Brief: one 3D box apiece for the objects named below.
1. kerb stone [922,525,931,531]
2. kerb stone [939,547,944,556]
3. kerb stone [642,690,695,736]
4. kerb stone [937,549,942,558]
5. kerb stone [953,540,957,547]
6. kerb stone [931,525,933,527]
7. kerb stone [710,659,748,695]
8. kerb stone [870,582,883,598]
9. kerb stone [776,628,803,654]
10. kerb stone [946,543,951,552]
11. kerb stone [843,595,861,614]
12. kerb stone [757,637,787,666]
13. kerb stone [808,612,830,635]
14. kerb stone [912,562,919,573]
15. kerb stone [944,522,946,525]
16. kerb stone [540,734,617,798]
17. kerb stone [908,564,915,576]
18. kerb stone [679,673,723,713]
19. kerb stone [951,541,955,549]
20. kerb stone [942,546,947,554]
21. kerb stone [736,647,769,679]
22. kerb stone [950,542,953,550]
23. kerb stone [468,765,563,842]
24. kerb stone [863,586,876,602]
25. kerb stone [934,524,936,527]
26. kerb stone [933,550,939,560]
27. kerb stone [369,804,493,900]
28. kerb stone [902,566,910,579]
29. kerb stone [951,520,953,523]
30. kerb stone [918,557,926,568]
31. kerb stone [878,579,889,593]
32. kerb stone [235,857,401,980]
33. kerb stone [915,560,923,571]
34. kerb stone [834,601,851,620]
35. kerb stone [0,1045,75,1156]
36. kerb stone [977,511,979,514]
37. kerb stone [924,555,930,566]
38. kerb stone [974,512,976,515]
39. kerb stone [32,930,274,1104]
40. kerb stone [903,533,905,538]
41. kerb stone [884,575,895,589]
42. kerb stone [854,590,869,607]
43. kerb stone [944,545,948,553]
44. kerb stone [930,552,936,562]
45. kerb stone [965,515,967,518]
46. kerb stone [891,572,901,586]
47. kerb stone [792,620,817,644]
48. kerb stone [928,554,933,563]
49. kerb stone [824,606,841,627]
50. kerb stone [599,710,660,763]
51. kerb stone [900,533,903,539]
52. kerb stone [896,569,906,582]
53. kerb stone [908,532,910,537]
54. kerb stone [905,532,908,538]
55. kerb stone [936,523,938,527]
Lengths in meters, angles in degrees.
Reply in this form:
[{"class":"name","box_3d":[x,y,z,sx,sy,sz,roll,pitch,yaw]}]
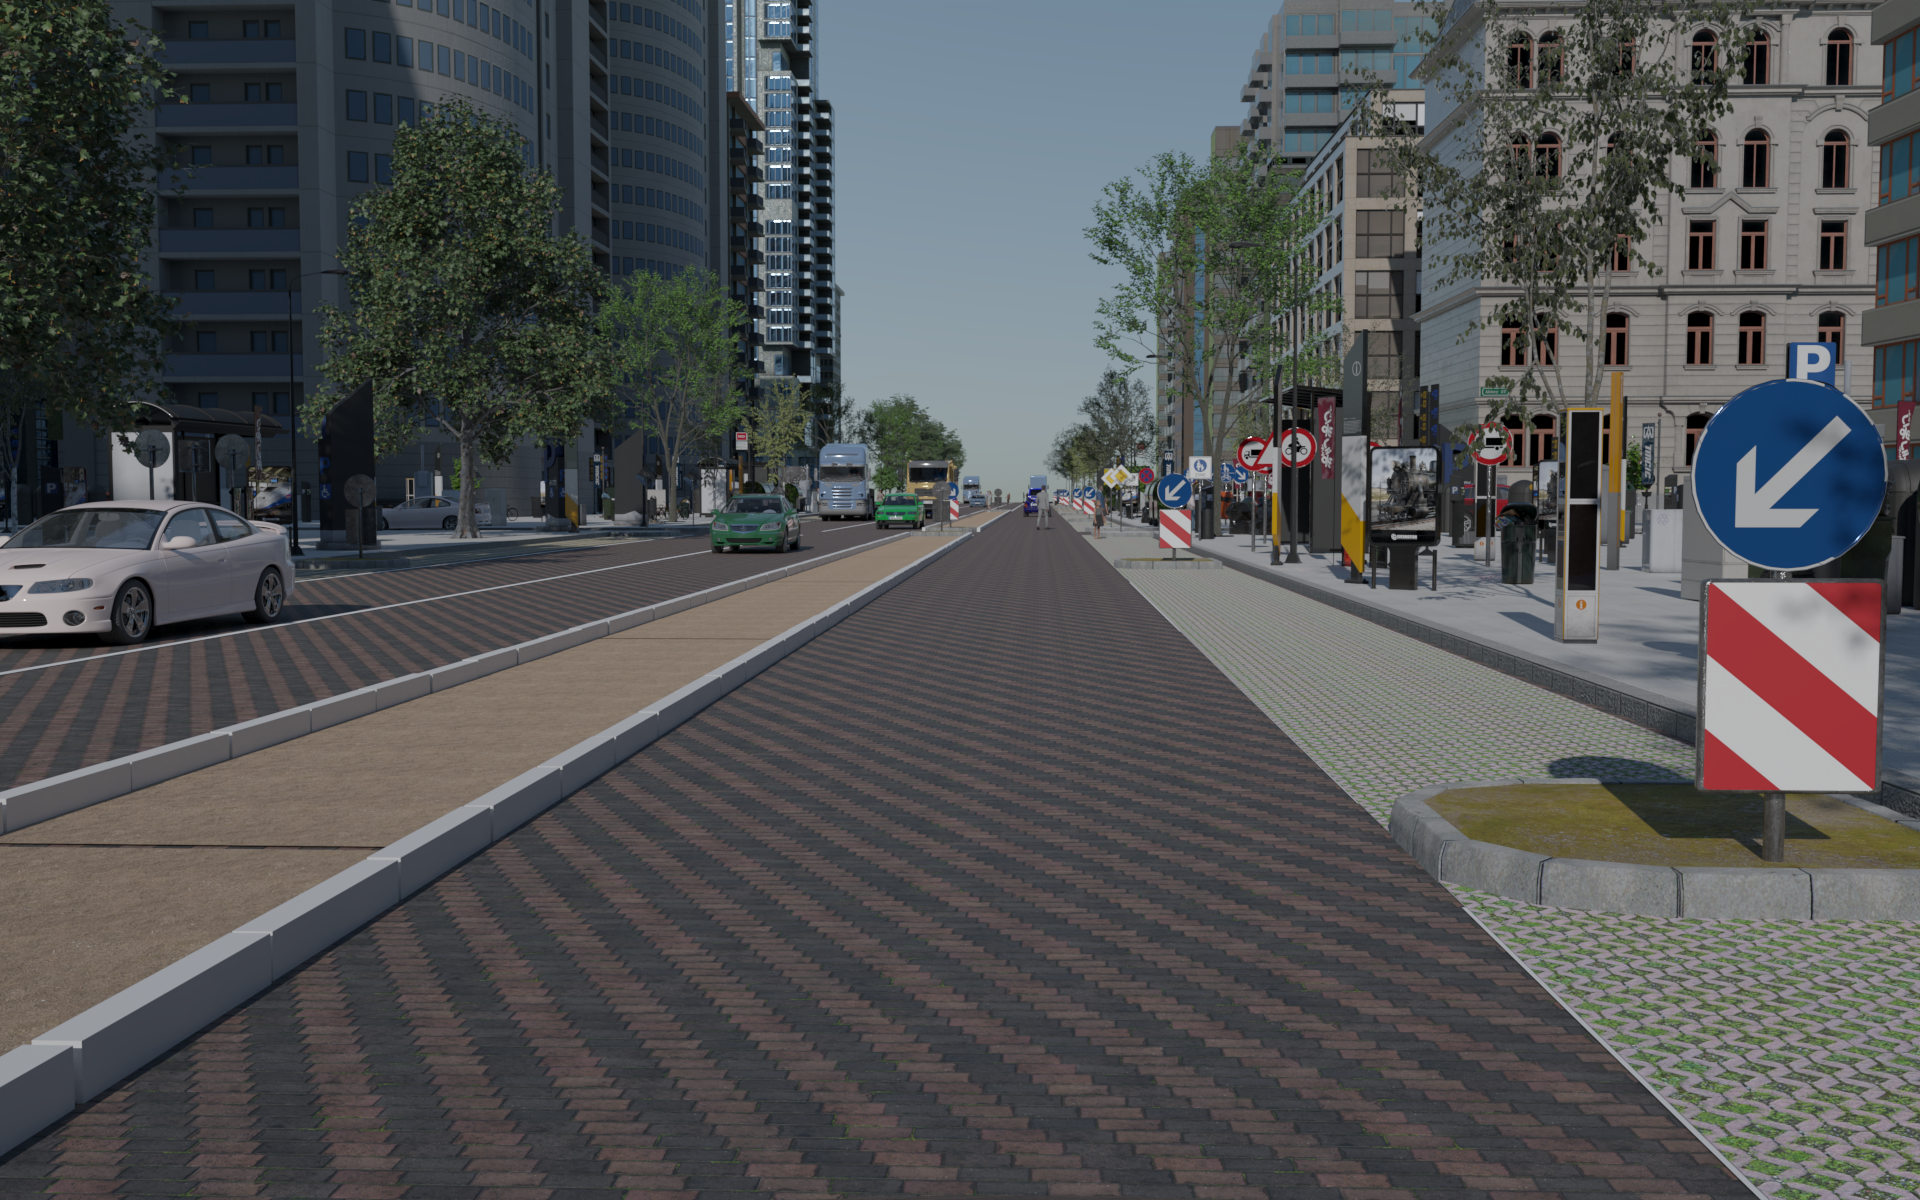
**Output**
[{"class":"kerb stone","box_3d":[-1.323,-2.776,67.693,0.120,0.150,1.000,0,4,3]},{"class":"kerb stone","box_3d":[-0.508,-1.051,39.374,0.120,0.150,1.000,0,4,3]},{"class":"kerb stone","box_3d":[-1.814,0.702,10.716,0.120,0.150,1.000,0,4,3]},{"class":"kerb stone","box_3d":[-0.551,-0.988,38.353,0.120,0.150,1.000,0,4,3]},{"class":"kerb stone","box_3d":[-0.227,-1.427,45.529,0.120,0.150,1.000,0,4,3]},{"class":"kerb stone","box_3d":[-1.263,-2.845,68.715,0.120,0.150,1.000,0,4,3]},{"class":"kerb stone","box_3d":[-1.726,0.577,12.765,0.120,0.150,1.000,0,4,3]},{"class":"kerb stone","box_3d":[-1.213,-0.112,24.029,0.120,0.150,1.000,0,4,3]},{"class":"kerb stone","box_3d":[-1.584,0.389,15.832,0.120,0.150,1.000,0,4,3]},{"class":"kerb stone","box_3d":[-0.367,-1.239,42.454,0.120,0.150,1.000,0,4,3]},{"class":"kerb stone","box_3d":[-1.344,0.076,20.959,0.120,0.150,1.000,0,4,3]},{"class":"kerb stone","box_3d":[-1.634,0.452,14.809,0.120,0.150,1.000,0,4,3]},{"class":"kerb stone","box_3d":[-1.490,0.264,17.875,0.120,0.150,1.000,0,4,3]},{"class":"kerb stone","box_3d":[-0.884,-0.544,31.199,0.120,0.150,1.000,0,4,3]},{"class":"kerb stone","box_3d":[-0.846,-3.410,77.941,0.120,0.150,1.000,0,4,3]},{"class":"kerb stone","box_3d":[-1.909,0.828,8.660,0.120,0.150,1.000,0,4,3]},{"class":"kerb stone","box_3d":[-0.926,-0.488,30.178,0.120,0.150,1.000,0,4,3]},{"class":"kerb stone","box_3d":[-1.774,0.642,11.740,0.120,0.150,1.000,0,4,3]},{"class":"kerb stone","box_3d":[-0.269,-1.364,44.507,0.120,0.150,1.000,0,4,3]},{"class":"kerb stone","box_3d":[-0.459,-1.113,40.399,0.120,0.150,1.000,0,4,3]},{"class":"kerb stone","box_3d":[-1.677,0.514,13.786,0.120,0.150,1.000,0,4,3]},{"class":"kerb stone","box_3d":[-0.327,-1.301,43.481,0.120,0.150,1.000,0,4,3]},{"class":"kerb stone","box_3d":[-1.959,0.891,7.634,0.120,0.150,1.000,0,4,3]},{"class":"kerb stone","box_3d":[-1.258,-0.046,23.007,0.120,0.150,1.000,0,4,3]},{"class":"kerb stone","box_3d":[-1.172,-2.968,70.765,0.120,0.150,1.000,0,4,3]},{"class":"kerb stone","box_3d":[-0.596,-0.926,37.329,0.120,0.150,1.000,0,4,3]},{"class":"kerb stone","box_3d":[-2.010,0.953,6.613,0.120,0.150,1.000,0,4,3]},{"class":"kerb stone","box_3d":[-0.974,-0.426,29.156,0.120,0.150,1.000,0,4,3]},{"class":"kerb stone","box_3d":[-0.566,-3.786,84.092,0.120,0.150,1.000,0,4,3]},{"class":"kerb stone","box_3d":[-0.791,-0.675,33.241,0.120,0.150,1.000,0,4,3]},{"class":"kerb stone","box_3d":[-1.164,-0.175,25.050,0.120,0.150,1.000,0,4,3]},{"class":"kerb stone","box_3d":[-2.057,1.018,5.592,0.120,0.150,1.000,0,4,3]},{"class":"kerb stone","box_3d":[-0.830,-0.609,32.220,0.120,0.150,1.000,0,4,3]},{"class":"kerb stone","box_3d":[-1.400,0.142,19.930,0.120,0.150,1.000,0,4,3]},{"class":"kerb stone","box_3d":[-2.146,1.141,3.537,0.120,0.150,1.000,0,4,3]},{"class":"kerb stone","box_3d":[1.024,-5.915,118.903,0.120,0.150,1.000,0,4,3]},{"class":"kerb stone","box_3d":[-0.743,-0.738,34.263,0.120,0.150,1.000,0,4,3]},{"class":"kerb stone","box_3d":[0.780,-5.601,113.787,0.120,0.150,1.000,0,4,3]},{"class":"kerb stone","box_3d":[-2.097,1.078,4.567,0.120,0.150,1.000,0,4,3]},{"class":"kerb stone","box_3d":[-1.908,-1.997,54.864,0.120,0.150,1.000,0,4,3]},{"class":"kerb stone","box_3d":[-1.117,-0.233,26.085,0.120,0.150,1.000,0,4,3]},{"class":"kerb stone","box_3d":[-1.302,0.014,21.980,0.120,0.150,1.000,0,4,3]},{"class":"kerb stone","box_3d":[-0.423,-1.176,41.421,0.120,0.150,1.000,0,4,3]},{"class":"kerb stone","box_3d":[-0.644,-0.861,36.308,0.120,0.150,1.000,0,4,3]},{"class":"kerb stone","box_3d":[0.181,-4.787,100.460,0.120,0.150,1.000,0,4,3]},{"class":"kerb stone","box_3d":[-1.067,-0.299,27.106,0.120,0.150,1.000,0,4,3]},{"class":"kerb stone","box_3d":[-1.542,0.327,16.853,0.120,0.150,1.000,0,4,3]},{"class":"kerb stone","box_3d":[-0.693,-0.798,35.284,0.120,0.150,1.000,0,4,3]},{"class":"kerb stone","box_3d":[-1.439,0.206,18.906,0.120,0.150,1.000,0,4,3]},{"class":"kerb stone","box_3d":[-1.862,0.768,9.689,0.120,0.150,1.000,0,4,3]},{"class":"kerb stone","box_3d":[-1.947,-1.936,53.842,0.120,0.150,1.000,0,4,3]},{"class":"kerb stone","box_3d":[-1.022,-0.361,28.128,0.120,0.150,1.000,0,4,3]},{"class":"kerb stone","box_3d":[-1.813,-2.123,56.907,0.120,0.150,1.000,0,4,3]},{"class":"kerb stone","box_3d":[-1.859,-2.057,55.885,0.120,0.150,1.000,0,4,3]},{"class":"kerb stone","box_3d":[-1.126,-3.033,71.786,0.120,0.150,1.000,0,4,3]}]
